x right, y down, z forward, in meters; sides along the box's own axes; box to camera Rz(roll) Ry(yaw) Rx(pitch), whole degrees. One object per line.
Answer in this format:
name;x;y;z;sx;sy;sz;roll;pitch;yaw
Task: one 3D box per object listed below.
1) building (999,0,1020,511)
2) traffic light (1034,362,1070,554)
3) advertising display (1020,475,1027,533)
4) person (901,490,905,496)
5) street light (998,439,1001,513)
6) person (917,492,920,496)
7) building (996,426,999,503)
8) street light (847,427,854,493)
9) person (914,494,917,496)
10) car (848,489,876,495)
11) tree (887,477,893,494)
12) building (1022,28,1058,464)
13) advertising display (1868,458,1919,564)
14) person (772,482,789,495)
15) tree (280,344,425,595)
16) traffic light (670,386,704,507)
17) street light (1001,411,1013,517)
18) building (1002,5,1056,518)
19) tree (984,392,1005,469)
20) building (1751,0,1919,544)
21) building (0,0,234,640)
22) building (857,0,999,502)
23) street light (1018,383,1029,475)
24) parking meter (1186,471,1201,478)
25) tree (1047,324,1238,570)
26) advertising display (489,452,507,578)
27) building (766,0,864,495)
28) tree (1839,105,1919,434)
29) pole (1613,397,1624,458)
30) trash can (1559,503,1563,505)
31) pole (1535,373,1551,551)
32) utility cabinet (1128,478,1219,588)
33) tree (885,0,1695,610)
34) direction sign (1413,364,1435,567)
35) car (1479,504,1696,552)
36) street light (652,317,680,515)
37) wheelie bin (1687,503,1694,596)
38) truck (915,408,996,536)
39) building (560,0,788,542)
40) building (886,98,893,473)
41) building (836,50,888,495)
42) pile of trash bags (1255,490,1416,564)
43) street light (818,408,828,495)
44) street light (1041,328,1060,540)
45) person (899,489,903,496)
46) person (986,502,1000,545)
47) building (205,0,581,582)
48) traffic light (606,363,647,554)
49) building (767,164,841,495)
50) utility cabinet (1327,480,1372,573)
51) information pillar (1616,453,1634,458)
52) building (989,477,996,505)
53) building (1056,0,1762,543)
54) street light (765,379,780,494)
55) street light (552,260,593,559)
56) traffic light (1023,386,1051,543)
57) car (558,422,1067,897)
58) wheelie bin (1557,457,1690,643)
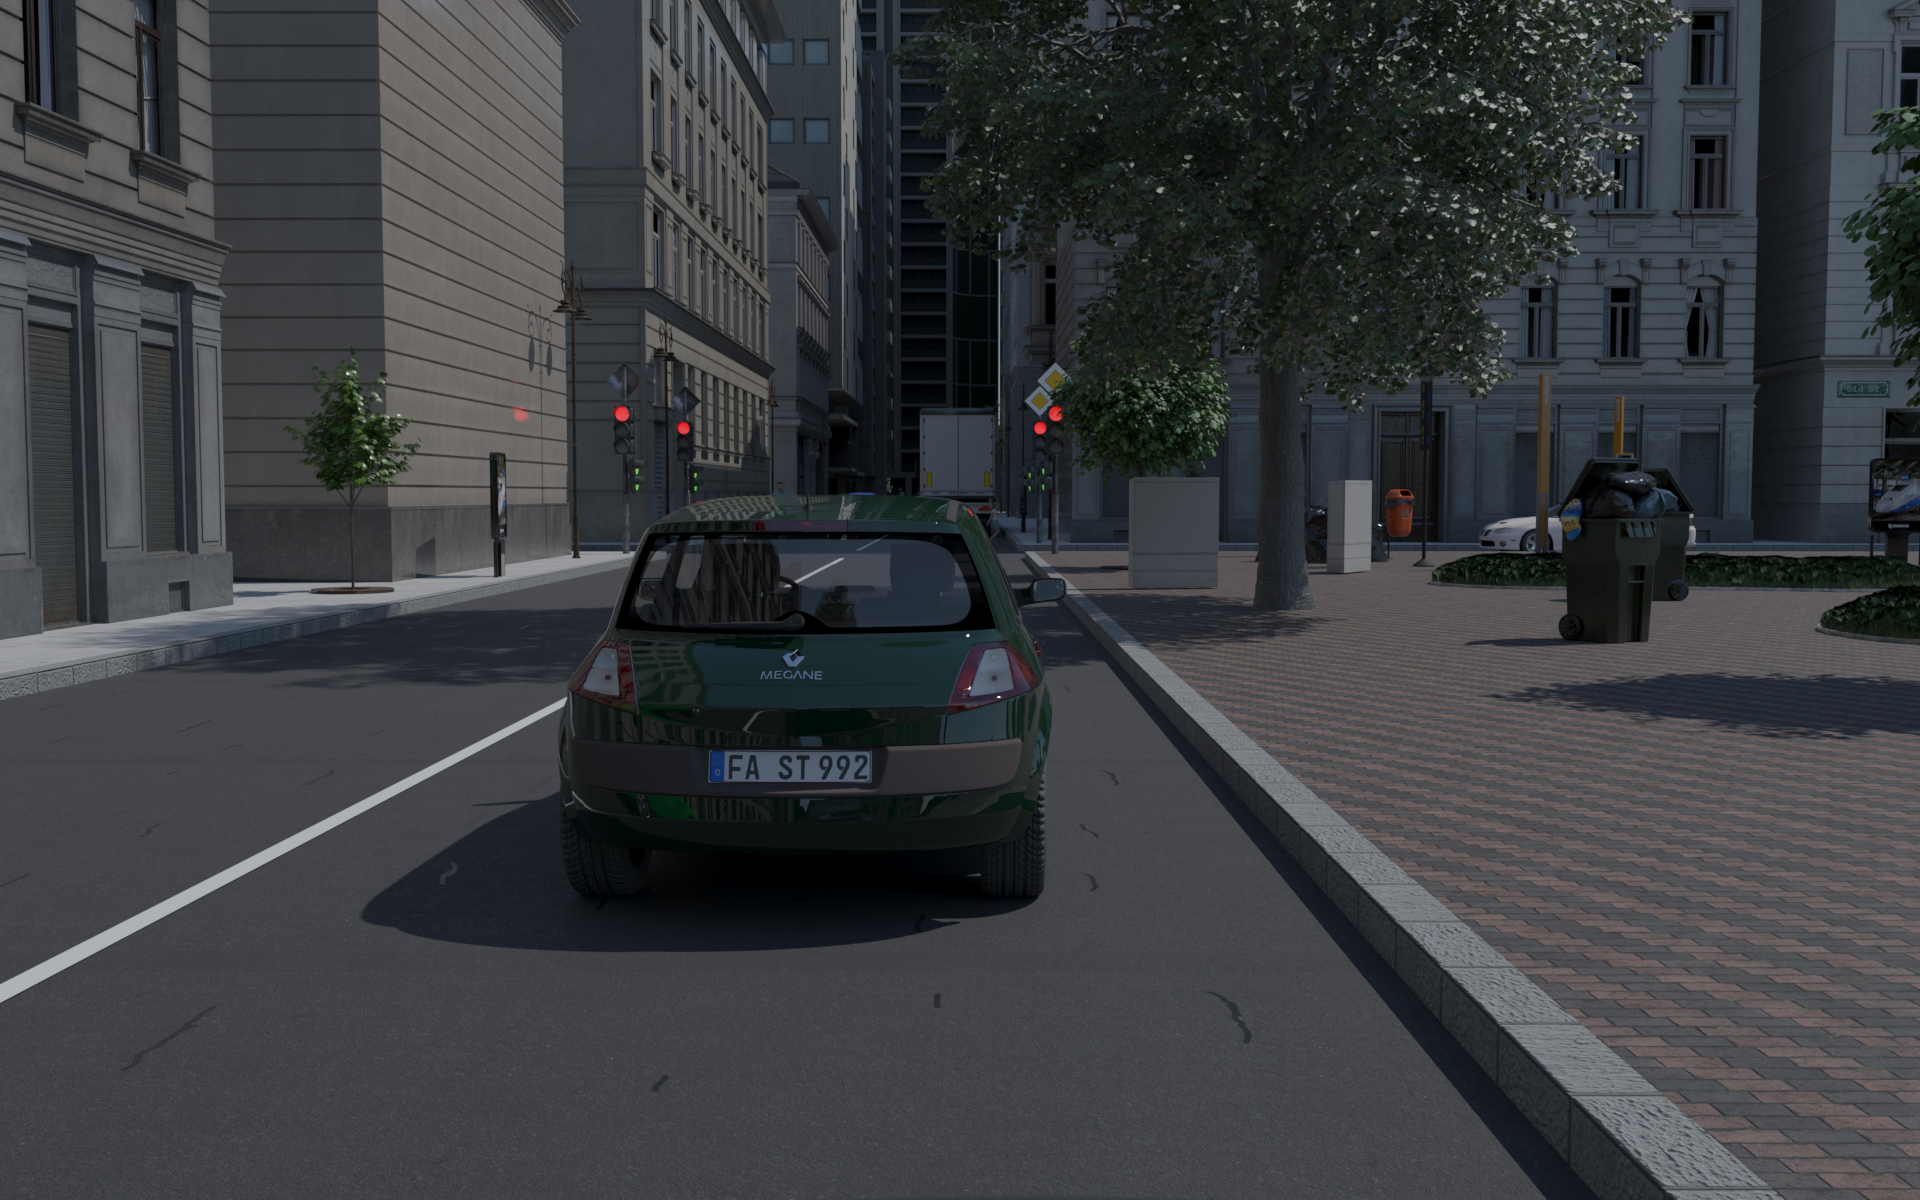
building;10.052;-27.529;133.699;14.154;41.232;14.086;0;4;0
traffic light;2.017;-2.942;37.020;0.839;4.253;0.868;0;4;0
advertising display;2.112;-3.205;57.607;0.123;1.923;0.974;0;4;-4
person;-5.455;-9.354;161.306;0.599;1.838;0.709;3;4;36
street light;2.849;-8.991;119.795;0.468;5.910;1.993;0;4;0
person;-4.696;-11.457;196.735;0.541;1.710;0.530;-2;4;-34
building;14.732;-51.506;154.798;22.319;86.520;31.000;0;4;0
street light;-7.368;-8.818;116.963;0.468;5.910;1.993;0;4;0
person;-4.967;-10.873;189.463;0.799;1.438;0.628;1;4;21
car;-4.189;-3.937;73.963;1.945;1.707;3.694;0;4;2
tree;-7.004;-10.503;166.319;1.663;3.219;1.824;0;3;0
building;9.902;-15.519;72.823;14.460;24.649;34.723;0;4;0
advertising display;16.793;-1.578;31.019;0.974;1.923;0.123;0;4;4
person;-5.721;-2.876;55.544;0.660;1.820;0.620;-1;4;-21
tree;-7.860;-1.700;22.400;1.663;3.219;1.824;0;3;0
traffic light;-7.112;-3.432;45.026;0.839;4.253;0.868;0;4;0
street light;2.679;-7.536;96.000;0.468;5.910;1.993;0;4;0
building;8.439;-20.024;104.878;11.434;29.767;29.804;0;4;0
tree;3.653;-10.607;123.780;4.360;8.622;3.978;0;3;0
building;43.774;-16.846;51.841;44.131;29.872;17.030;0;4;0
building;-13.125;-9.869;10.513;9.793;20.994;18.267;0;4;0
building;-5.477;-47.332;212.131;20.611;71.187;20.563;0;4;0
street light;2.636;-6.082;72.224;0.468;5.910;1.993;0;4;0
parking meter;5.975;-2.363;44.344;0.255;1.863;0.399;2;4;33
tree;3.127;-2.818;29.786;4.285;4.588;4.351;0;3;0
advertising display;-7.176;-1.329;26.946;0.123;1.923;0.974;0;4;-7
building;-21.570;-33.269;133.184;28.713;52.752;27.495;0;4;0
tree;7.443;-1.677;11.135;4.285;4.588;4.351;0;3;0
pole;13.798;-2.599;36.336;0.158;3.312;0.155;0;3;0
trash can;10.211;-1.027;28.443;0.748;1.137;0.748;0;3;0
pole;9.900;-2.175;29.405;0.158;3.312;0.155;0;3;0
utility cabinet;2.892;-0.906;23.484;1.173;1.500;0.318;0;4;-8
tree;3.615;-6.865;18.897;9.857;13.997;8.962;0;3;0
direction sign;8.219;-2.361;30.592;0.379;3.537;0.876;0;4;4
car;14.506;-1.700;40.155;4.827;1.381;2.083;0;4;-1
street light;-7.662;-4.434;45.277;0.468;5.910;1.993;0;4;0
wheelie bin;8.423;-0.799;20.973;0.693;1.594;0.980;0;4;-3
truck;-0.204;-4.475;62.084;2.839;4.237;11.283;0;4;-1
building;-15.464;-13.837;59.515;16.112;22.955;30.059;0;4;0
building;-22.654;-34.527;184.131;30.456;49.044;23.786;0;4;0
building;-13.898;-28.835;155.043;14.154;41.232;14.086;0;4;0
pile of trash bags;7.443;-1.439;33.277;3.447;1.369;1.912;-2;4;-34
street light;-7.366;-7.364;93.188;0.468;5.910;1.993;0;4;0
street light;2.527;-4.628;48.449;0.468;5.910;1.993;0;4;0
person;-4.349;-7.184;126.040;0.705;1.814;1.350;-1;4;-20
person;0.939;-2.159;48.807;0.382;1.210;0.505;0;4;5
building;-20.341;-14.245;30.164;25.104;27.353;12.463;0;4;0
traffic light;-7.144;-2.943;37.041;0.839;4.253;0.868;0;4;0
building;-13.226;-14.932;95.055;10.553;20.767;40.483;0;4;0
utility cabinet;6.322;-1.191;28.151;0.318;1.500;1.173;2;4;34
information pillar;11.983;-1.639;31.286;0.304;2.012;0.304;1;4;21
building;19.270;-30.077;183.638;32.217;40.220;23.993;0;4;0
building;11.822;-12.244;49.344;18.267;20.994;9.793;0;4;0
street light;-7.511;-5.910;69.413;0.468;5.910;1.993;0;4;0
street light;-7.651;-3.766;34.362;0.468;5.910;1.993;0;4;0
traffic light;2.050;-3.430;45.005;0.839;4.253;0.868;0;4;0
car;-0.515;0.136;7.560;2.009;1.686;4.222;0;4;1
wheelie bin;5.711;-0.441;15.126;0.980;1.594;0.693;-2;4;-30
